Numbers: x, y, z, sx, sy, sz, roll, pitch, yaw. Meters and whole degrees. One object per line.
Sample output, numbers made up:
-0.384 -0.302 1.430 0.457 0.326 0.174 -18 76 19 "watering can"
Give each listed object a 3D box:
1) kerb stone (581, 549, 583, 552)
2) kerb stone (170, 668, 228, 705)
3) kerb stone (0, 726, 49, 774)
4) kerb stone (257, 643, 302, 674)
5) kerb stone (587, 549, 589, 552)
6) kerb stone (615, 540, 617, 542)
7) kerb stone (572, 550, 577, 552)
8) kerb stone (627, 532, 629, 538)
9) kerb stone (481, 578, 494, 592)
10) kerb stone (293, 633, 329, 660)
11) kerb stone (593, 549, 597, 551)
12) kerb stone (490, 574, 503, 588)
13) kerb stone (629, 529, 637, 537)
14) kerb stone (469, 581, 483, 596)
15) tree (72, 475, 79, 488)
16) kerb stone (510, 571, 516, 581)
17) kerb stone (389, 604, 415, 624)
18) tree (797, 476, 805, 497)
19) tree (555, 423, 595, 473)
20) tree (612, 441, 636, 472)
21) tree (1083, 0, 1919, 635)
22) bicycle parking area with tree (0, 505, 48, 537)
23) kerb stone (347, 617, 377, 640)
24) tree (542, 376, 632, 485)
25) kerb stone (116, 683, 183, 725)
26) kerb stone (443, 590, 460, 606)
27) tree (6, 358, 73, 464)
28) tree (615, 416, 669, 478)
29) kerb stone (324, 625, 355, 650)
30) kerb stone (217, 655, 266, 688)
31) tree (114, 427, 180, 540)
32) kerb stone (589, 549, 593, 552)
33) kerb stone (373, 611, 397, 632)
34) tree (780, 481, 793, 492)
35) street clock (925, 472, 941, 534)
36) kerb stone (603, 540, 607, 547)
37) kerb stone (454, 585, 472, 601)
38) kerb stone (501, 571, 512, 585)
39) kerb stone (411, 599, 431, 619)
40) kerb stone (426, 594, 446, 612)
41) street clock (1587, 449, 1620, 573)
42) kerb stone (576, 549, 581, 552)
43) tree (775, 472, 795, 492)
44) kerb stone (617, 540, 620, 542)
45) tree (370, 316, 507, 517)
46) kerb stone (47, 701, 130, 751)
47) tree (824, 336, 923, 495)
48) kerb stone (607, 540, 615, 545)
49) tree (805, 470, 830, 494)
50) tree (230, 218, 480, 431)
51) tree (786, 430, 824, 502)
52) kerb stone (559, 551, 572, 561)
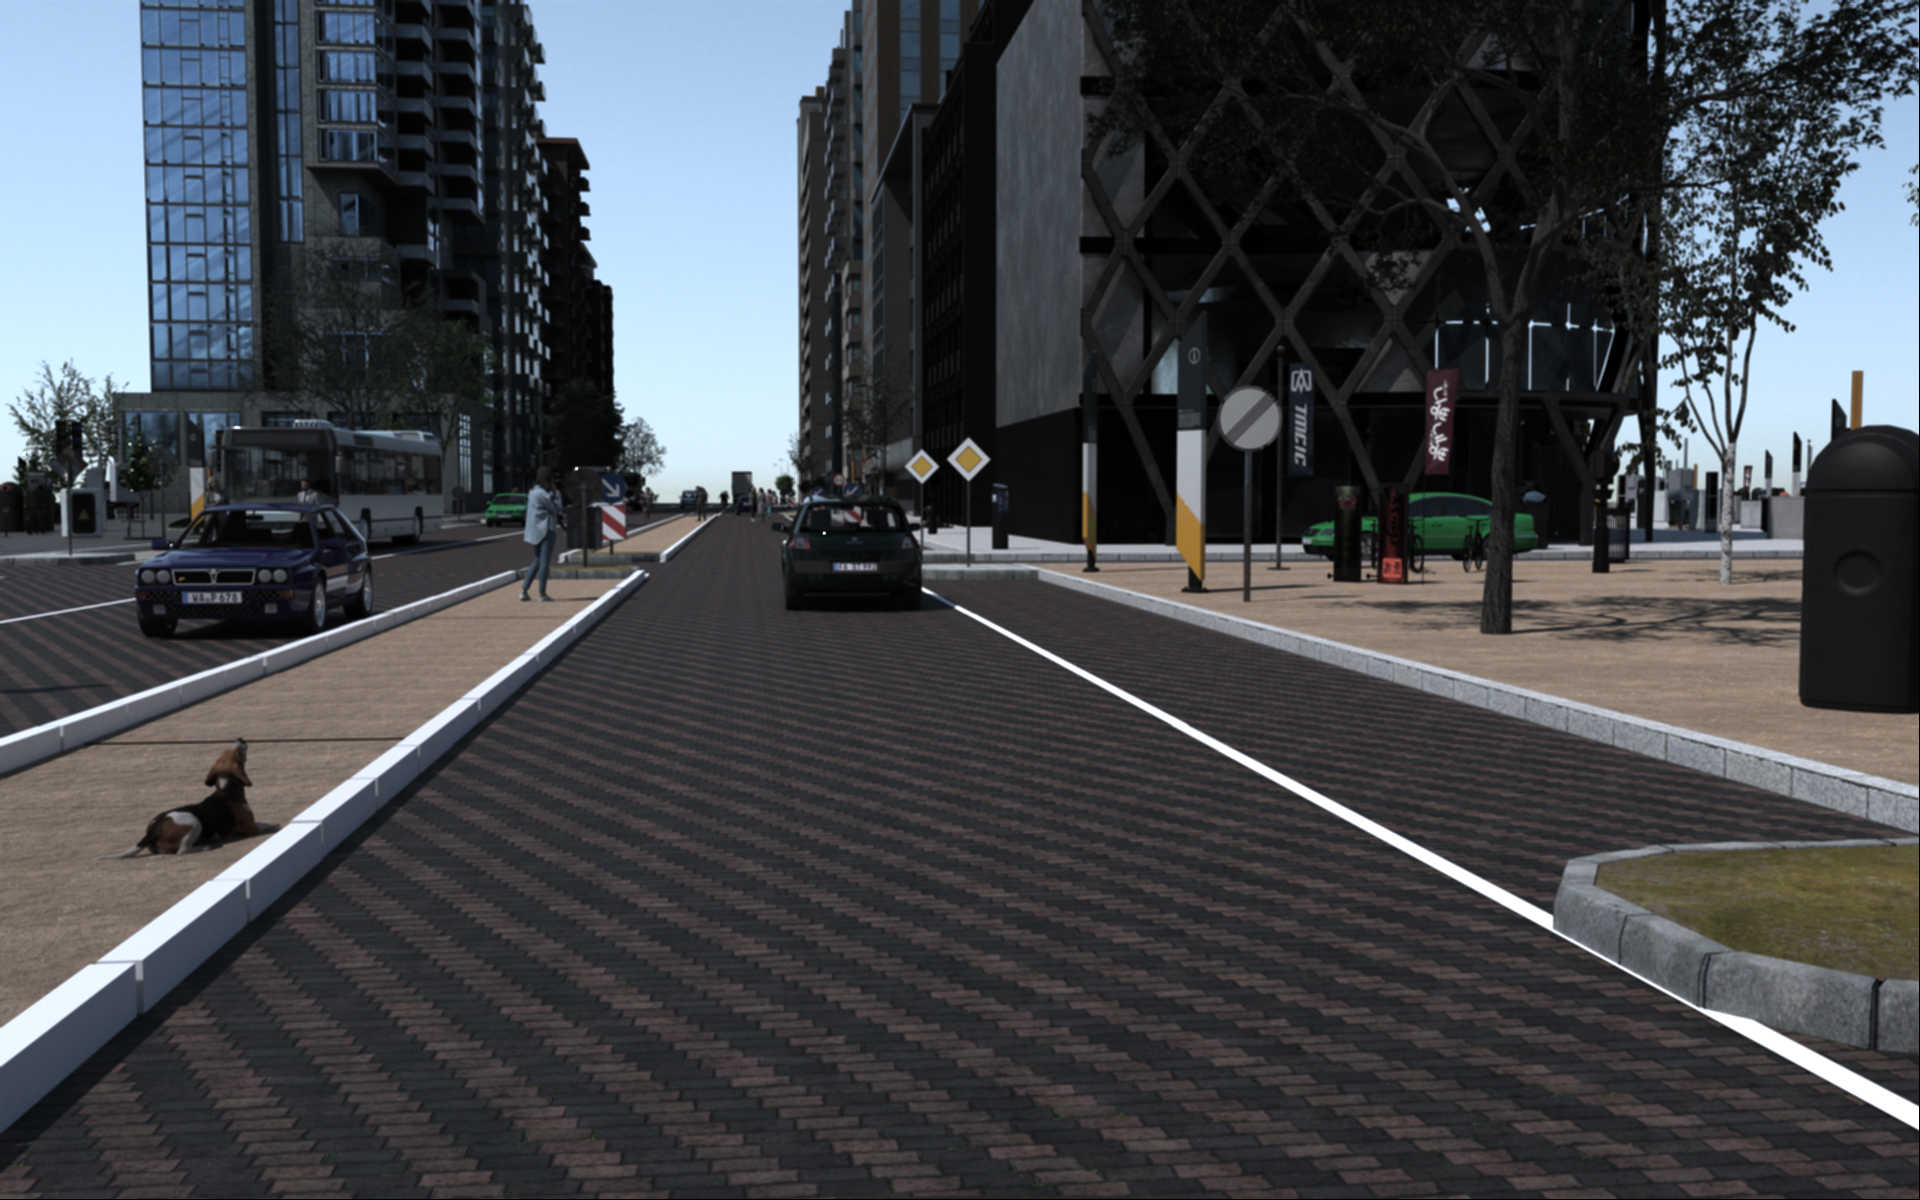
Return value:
-8.843 -1.094 40.137 0.120 0.150 1.000 0 4 -7 "kerb stone"
-5.354 0.616 12.123 0.120 0.150 1.000 0 4 -7 "kerb stone"
-4.973 0.803 9.074 0.120 0.150 1.000 0 4 -7 "kerb stone"
-5.595 0.491 14.160 0.120 0.150 1.000 0 4 -7 "kerb stone"
-8.984 -1.156 41.158 0.120 0.150 1.000 0 4 -7 "kerb stone"
-10.121 -1.717 50.297 0.120 0.150 1.000 0 4 -7 "kerb stone"
-8.586 -0.969 38.094 0.120 0.150 1.000 0 4 -7 "kerb stone"
-10.751 -2.030 55.392 0.120 0.150 1.000 0 4 -7 "kerb stone"
-7.003 -0.189 25.368 0.120 0.150 1.000 0 4 -7 "kerb stone"
-5.734 0.430 15.175 0.120 0.150 1.000 0 4 -7 "kerb stone"
-9.357 -1.346 44.201 0.120 0.150 1.000 0 4 -7 "kerb stone"
-7.132 -0.256 26.382 0.120 0.150 1.000 0 4 -7 "kerb stone"
-11.261 -2.278 59.459 0.120 0.150 1.000 0 4 -7 "kerb stone"
-6.880 -0.130 24.341 0.120 0.150 1.000 0 4 -7 "kerb stone"
-37.817 -4.794 72.987 1.663 3.219 1.824 0 3 0 "tree"
-7.386 -0.380 28.415 0.120 0.150 1.000 0 4 -7 "kerb stone"
-6.244 0.180 19.249 0.120 0.150 1.000 0 4 -7 "kerb stone"
-16.350 -11.547 183.387 1.663 3.219 1.824 0 3 0 "tree"
-38.955 -13.810 176.147 4.360 8.622 3.978 0 3 0 "tree"
-43.673 -16.567 221.227 4.737 8.622 4.395 0 3 0 "tree"
4.759 -4.948 15.310 8.767 10.594 7.601 2 4 25 "tree"
-32.422 -3.989 52.230 8.231 4.147 9.016 0 4 -2 "bicycle parking area with tree"
-5.990 0.305 17.204 0.120 0.150 1.000 0 4 -7 "kerb stone"
-39.838 -17.017 184.877 9.857 13.997 8.962 0 3 0 "tree"
-5.225 0.678 11.106 0.120 0.150 1.000 0 4 -7 "kerb stone"
-6.621 0.000 22.303 0.120 0.150 1.000 0 4 -7 "kerb stone"
-48.262 -8.702 92.644 4.737 8.622 4.395 0 3 0 "tree"
-50.177 -21.890 268.273 12.009 13.543 11.850 0 3 0 "tree"
-5.859 0.370 16.190 0.120 0.150 1.000 0 4 -7 "kerb stone"
-5.485 0.558 13.137 0.120 0.150 1.000 0 4 -7 "kerb stone"
-23.128 -3.312 48.759 1.663 3.219 1.824 0 3 0 "tree"
-9.101 -1.221 42.173 0.120 0.150 1.000 0 4 -7 "kerb stone"
-6.116 0.247 18.229 0.120 0.150 1.000 0 4 -7 "kerb stone"
-25.385 -15.712 251.489 1.663 3.219 1.824 0 3 0 "tree"
-0.875 -3.181 56.577 0.471 2.002 0.358 -3 5 -41 "street clock"
-9.606 -1.470 46.237 0.120 0.150 1.000 0 4 -7 "kerb stone"
-6.747 -0.069 23.320 0.120 0.150 1.000 0 4 -7 "kerb stone"
-7.259 -0.318 27.396 0.120 0.150 1.000 0 4 -7 "kerb stone"
-6.366 0.118 20.264 0.120 0.150 1.000 0 4 -7 "kerb stone"
-6.494 0.056 21.288 0.120 0.150 1.000 0 4 -7 "kerb stone"
10.435 -1.442 28.142 0.358 2.002 0.471 -2 4 -33 "street clock"
-8.721 -1.035 39.117 0.120 0.150 1.000 0 4 -7 "kerb stone"
-26.458 -17.038 262.286 4.285 4.588 4.351 0 3 0 "tree"
-10.249 -1.781 51.320 0.120 0.150 1.000 0 4 -7 "kerb stone"
-29.436 -10.518 97.727 9.928 11.665 9.643 0 3 0 "tree"
-5.093 0.740 10.092 0.120 0.150 1.000 0 4 -7 "kerb stone"
-3.858 -7.909 79.667 4.360 8.622 3.978 0 3 0 "tree"
-9.994 -1.651 49.282 0.120 0.150 1.000 0 4 -7 "kerb stone"
-11.145 -8.819 138.791 1.663 3.219 1.824 0 3 0 "tree"
-26.857 -10.212 77.341 12.009 13.543 11.850 0 3 0 "tree"
-17.679 -15.005 195.691 4.360 8.622 3.978 0 3 0 "tree"
-8.467 -0.910 37.078 0.120 0.150 1.000 0 4 -7 "kerb stone"
